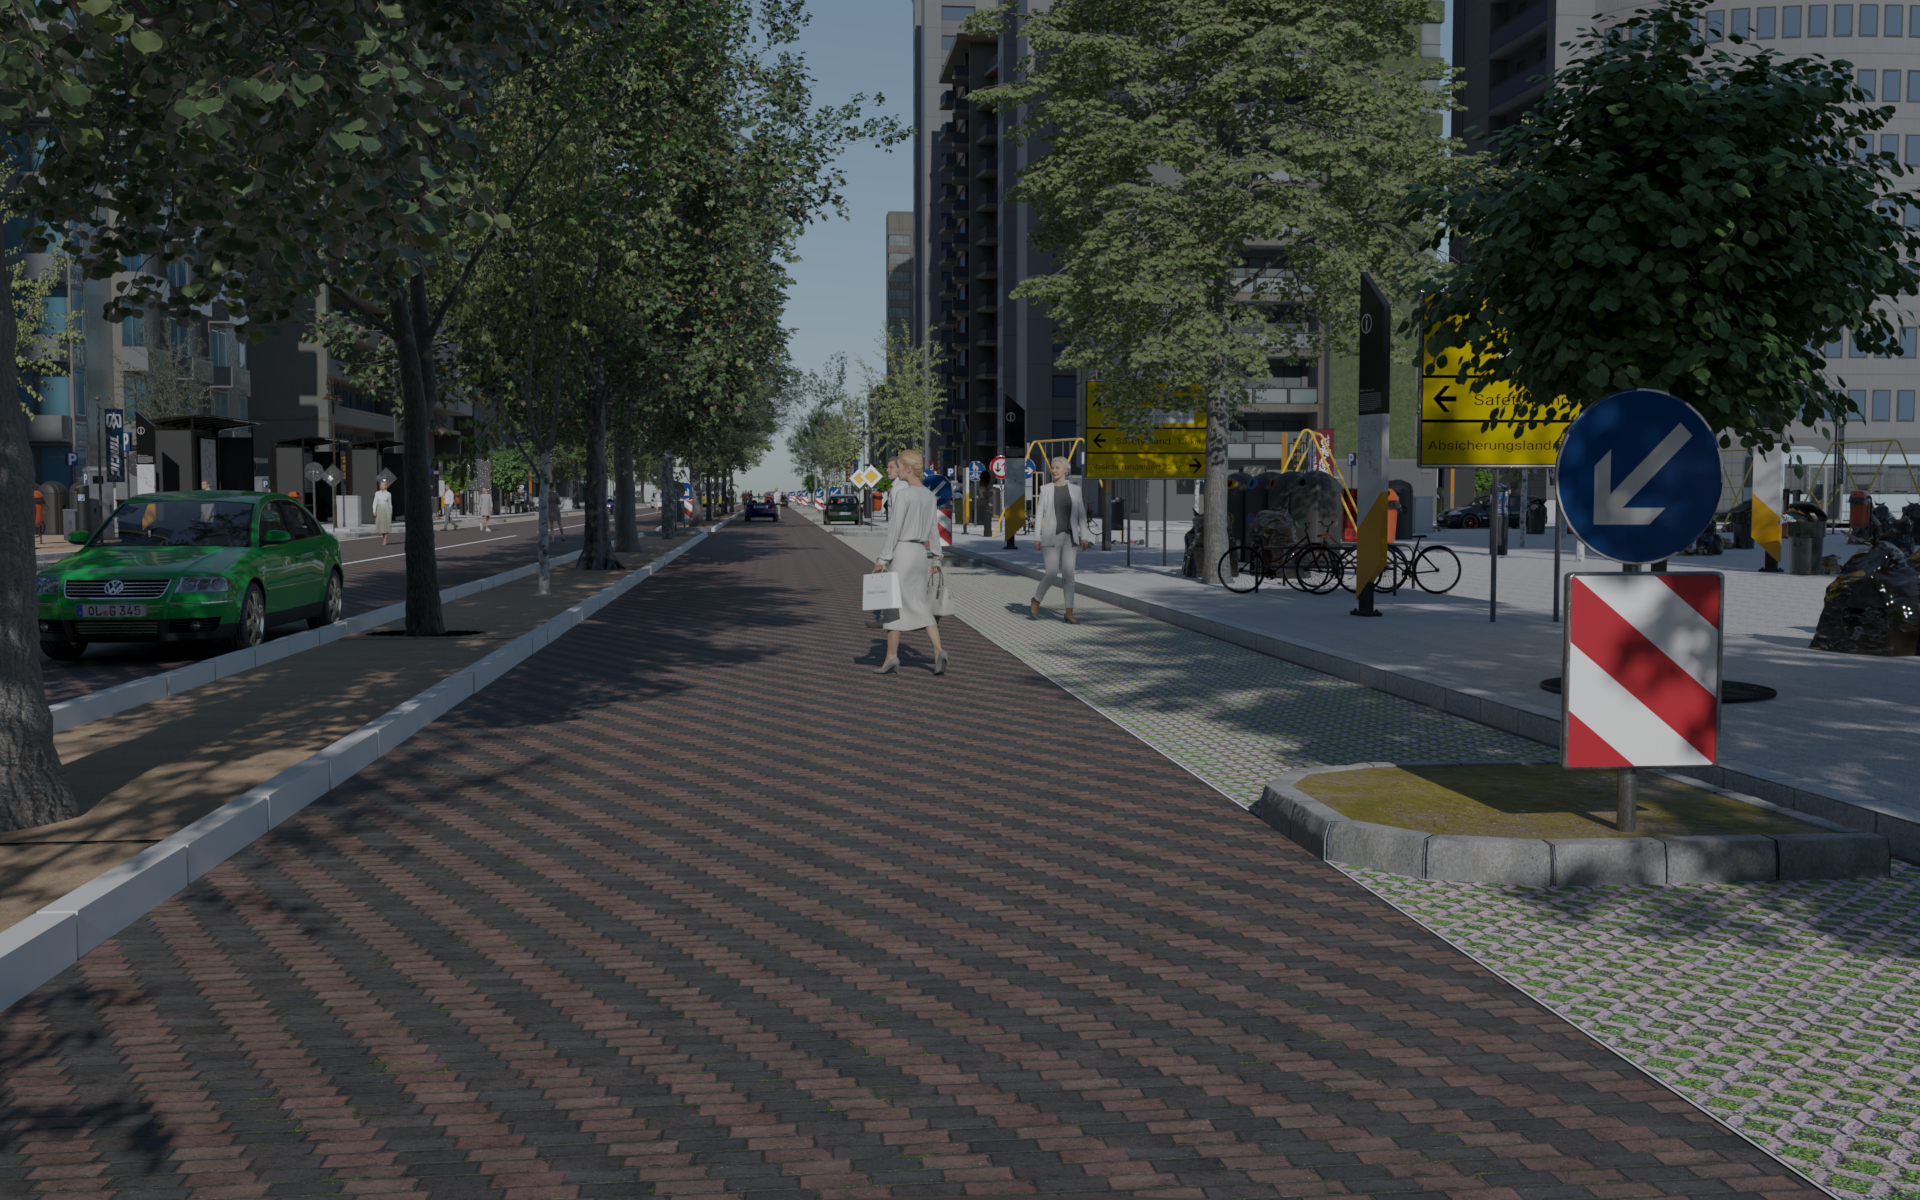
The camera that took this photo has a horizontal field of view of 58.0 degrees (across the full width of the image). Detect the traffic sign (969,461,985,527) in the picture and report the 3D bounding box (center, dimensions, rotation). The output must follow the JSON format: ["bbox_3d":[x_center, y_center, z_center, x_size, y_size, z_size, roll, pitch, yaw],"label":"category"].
[{"bbox_3d":[0.605,-4.119,67.450,0.768,2.556,0.104,0,4,3],"label":"traffic sign"}]

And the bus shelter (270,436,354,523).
[{"bbox_3d":[-27.257,-4.983,72.762,1.731,3.624,6.357,0,4,-6],"label":"bus shelter"}]

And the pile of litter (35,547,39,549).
[{"bbox_3d":[-22.111,-1.579,39.774,1.719,0.858,1.176,-2,4,-33],"label":"pile of litter"}]

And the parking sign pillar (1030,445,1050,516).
[{"bbox_3d":[4.598,-6.533,95.284,1.447,3.967,1.447,0,4,-6],"label":"parking sign pillar"}]

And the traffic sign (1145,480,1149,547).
[{"bbox_3d":[4.526,-2.553,41.844,0.768,2.556,0.104,0,4,3],"label":"traffic sign"}]

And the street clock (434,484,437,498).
[{"bbox_3d":[-38.065,-7.393,125.442,0.358,2.002,0.471,-2,4,-23],"label":"street clock"}]

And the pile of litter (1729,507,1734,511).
[{"bbox_3d":[26.000,-2.689,57.923,1.176,0.858,1.719,-3,5,-41],"label":"pile of litter"}]

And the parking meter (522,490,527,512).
[{"bbox_3d":[-30.492,-6.900,121.224,0.372,1.533,0.369,0,3,0],"label":"parking meter"}]

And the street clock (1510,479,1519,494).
[{"bbox_3d":[27.483,-4.976,85.930,0.471,2.002,0.358,-3,5,-43],"label":"street clock"}]

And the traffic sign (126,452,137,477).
[{"bbox_3d":[-24.526,-3.159,51.754,0.768,2.556,0.104,0,4,-1],"label":"traffic sign"}]

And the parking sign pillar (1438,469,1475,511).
[{"bbox_3d":[21.354,-5.242,74.173,1.447,3.967,1.447,0,4,4],"label":"parking sign pillar"}]

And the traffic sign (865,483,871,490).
[{"bbox_3d":[-5.292,-6.231,101.976,0.768,2.556,0.104,0,4,-3],"label":"traffic sign"}]

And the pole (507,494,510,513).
[{"bbox_3d":[-30.120,-7.439,115.469,0.158,3.312,0.155,0,3,0],"label":"pole"}]

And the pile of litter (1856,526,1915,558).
[{"bbox_3d":[18.821,-1.295,35.145,1.176,0.858,1.719,3,5,43],"label":"pile of litter"}]

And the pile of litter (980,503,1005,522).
[{"bbox_3d":[1.415,-4.092,80.862,1.719,0.858,1.176,0,4,4],"label":"pile of litter"}]

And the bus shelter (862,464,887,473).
[{"bbox_3d":[-6.694,-8.913,137.012,1.731,3.624,6.357,0,4,-6],"label":"bus shelter"}]

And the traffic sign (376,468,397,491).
[{"bbox_3d":[-21.647,-3.775,65.369,0.795,2.450,0.064,0,4,-6],"label":"traffic sign"}]

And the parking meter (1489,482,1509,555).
[{"bbox_3d":[11.337,-1.713,36.423,0.372,1.533,0.369,0,3,0],"label":"parking meter"}]

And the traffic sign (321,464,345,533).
[{"bbox_3d":[-20.778,-3.290,57.431,0.795,2.450,0.064,0,4,-6],"label":"traffic sign"}]

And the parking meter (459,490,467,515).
[{"bbox_3d":[-30.119,-6.064,104.862,0.399,1.863,0.255,1,4,11],"label":"parking meter"}]

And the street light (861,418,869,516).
[{"bbox_3d":[-5.722,-7.988,103.383,0.468,5.910,1.993,0,4,-6],"label":"street light"}]

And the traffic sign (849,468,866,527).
[{"bbox_3d":[-3.906,-3.892,67.282,0.795,2.450,0.064,0,4,-6],"label":"traffic sign"}]

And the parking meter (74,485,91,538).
[{"bbox_3d":[-23.875,-2.368,47.121,0.372,1.533,0.369,0,3,0],"label":"parking meter"}]

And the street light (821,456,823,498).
[{"bbox_3d":[-14.284,-12.664,179.847,0.468,5.910,1.993,0,4,-6],"label":"street light"}]

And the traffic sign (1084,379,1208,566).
[{"bbox_3d":[3.317,-2.251,30.670,2.265,3.308,0.079,0,4,-4],"label":"traffic sign"}]

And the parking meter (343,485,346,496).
[{"bbox_3d":[-39.753,-6.519,112.299,0.255,1.863,0.399,2,4,33],"label":"parking meter"}]

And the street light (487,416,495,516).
[{"bbox_3d":[-27.902,-7.985,103.335,0.468,5.910,1.993,0,4,-6],"label":"street light"}]

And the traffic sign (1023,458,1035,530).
[{"bbox_3d":[2.265,-3.724,60.991,0.768,2.556,0.104,0,4,-2],"label":"traffic sign"}]

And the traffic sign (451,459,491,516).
[{"bbox_3d":[-28.519,-6.550,100.971,2.265,3.308,0.079,0,4,-4],"label":"traffic sign"}]

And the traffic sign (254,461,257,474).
[{"bbox_3d":[-23.621,-3.494,57.240,0.768,2.556,0.104,0,4,2],"label":"traffic sign"}]

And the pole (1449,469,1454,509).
[{"bbox_3d":[20.646,-4.824,72.717,0.158,3.312,0.155,0,3,0],"label":"pole"}]

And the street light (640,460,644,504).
[{"bbox_3d":[-41.095,-15.369,224.072,0.468,5.910,1.993,0,4,-6],"label":"street light"}]

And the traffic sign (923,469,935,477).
[{"bbox_3d":[-1.644,-5.451,89.232,0.768,2.556,0.104,0,4,1],"label":"traffic sign"}]

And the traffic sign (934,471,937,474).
[{"bbox_3d":[-1.489,-5.829,95.411,0.768,2.556,0.104,0,4,3],"label":"traffic sign"}]

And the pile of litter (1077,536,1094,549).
[{"bbox_3d":[2.661,-1.659,41.098,1.176,0.858,1.719,2,4,30],"label":"pile of litter"}]

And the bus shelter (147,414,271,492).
[{"bbox_3d":[-23.291,-3.820,53.736,1.731,3.624,6.357,0,4,-6],"label":"bus shelter"}]

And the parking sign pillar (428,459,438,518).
[{"bbox_3d":[-29.139,-6.465,94.181,1.447,3.967,1.447,1,4,15],"label":"parking sign pillar"}]

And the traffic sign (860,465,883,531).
[{"bbox_3d":[-3.037,-3.407,59.344,0.795,2.450,0.064,0,4,-6],"label":"traffic sign"}]

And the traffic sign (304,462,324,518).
[{"bbox_3d":[-25.703,-4.209,68.921,0.768,2.556,0.104,0,4,-1],"label":"traffic sign"}]

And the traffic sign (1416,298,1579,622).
[{"bbox_3d":[5.665,-1.431,17.272,2.265,3.308,0.079,0,4,-2],"label":"traffic sign"}]

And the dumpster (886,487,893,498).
[{"bbox_3d":[-3.942,-6.296,108.693,1.264,1.857,1.865,0,4,-6],"label":"dumpster"}]

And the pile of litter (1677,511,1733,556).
[{"bbox_3d":[15.429,-1.376,36.464,1.719,0.858,1.176,-2,4,-34],"label":"pile of litter"}]

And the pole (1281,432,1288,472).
[{"bbox_3d":[10.719,-3.879,57.266,0.158,3.312,0.155,0,3,0],"label":"pole"}]

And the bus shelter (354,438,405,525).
[{"bbox_3d":[-25.302,-5.174,75.877,1.731,3.624,6.357,0,4,-6],"label":"bus shelter"}]

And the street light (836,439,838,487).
[{"bbox_3d":[-10.074,-10.312,141.385,0.468,5.910,1.993,0,4,-6],"label":"street light"}]

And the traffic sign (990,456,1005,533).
[{"bbox_3d":[1.372,-3.524,57.726,0.768,2.556,0.104,0,4,-3],"label":"traffic sign"}]

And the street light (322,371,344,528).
[{"bbox_3d":[-23.604,-5.660,65.328,0.468,5.910,1.993,0,4,-6],"label":"street light"}]

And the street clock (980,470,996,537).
[{"bbox_3d":[0.830,-2.883,51.710,0.358,2.002,0.471,-3,5,-44],"label":"street clock"}]

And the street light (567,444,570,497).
[{"bbox_3d":[-32.099,-10.338,141.815,0.468,5.910,1.993,0,4,-6],"label":"street light"}]

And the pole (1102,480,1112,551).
[{"bbox_3d":[3.308,-2.762,39.000,0.158,3.312,0.155,0,3,0],"label":"pole"}]

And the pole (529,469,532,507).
[{"bbox_3d":[-34.479,-8.879,139.008,0.158,3.312,0.155,0,3,0],"label":"pole"}]

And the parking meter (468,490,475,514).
[{"bbox_3d":[-32.005,-6.427,113.490,0.372,1.533,0.369,0,3,0],"label":"parking meter"}]

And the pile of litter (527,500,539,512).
[{"bbox_3d":[-30.651,-6.707,123.626,1.719,0.858,1.176,-1,4,-11],"label":"pile of litter"}]
